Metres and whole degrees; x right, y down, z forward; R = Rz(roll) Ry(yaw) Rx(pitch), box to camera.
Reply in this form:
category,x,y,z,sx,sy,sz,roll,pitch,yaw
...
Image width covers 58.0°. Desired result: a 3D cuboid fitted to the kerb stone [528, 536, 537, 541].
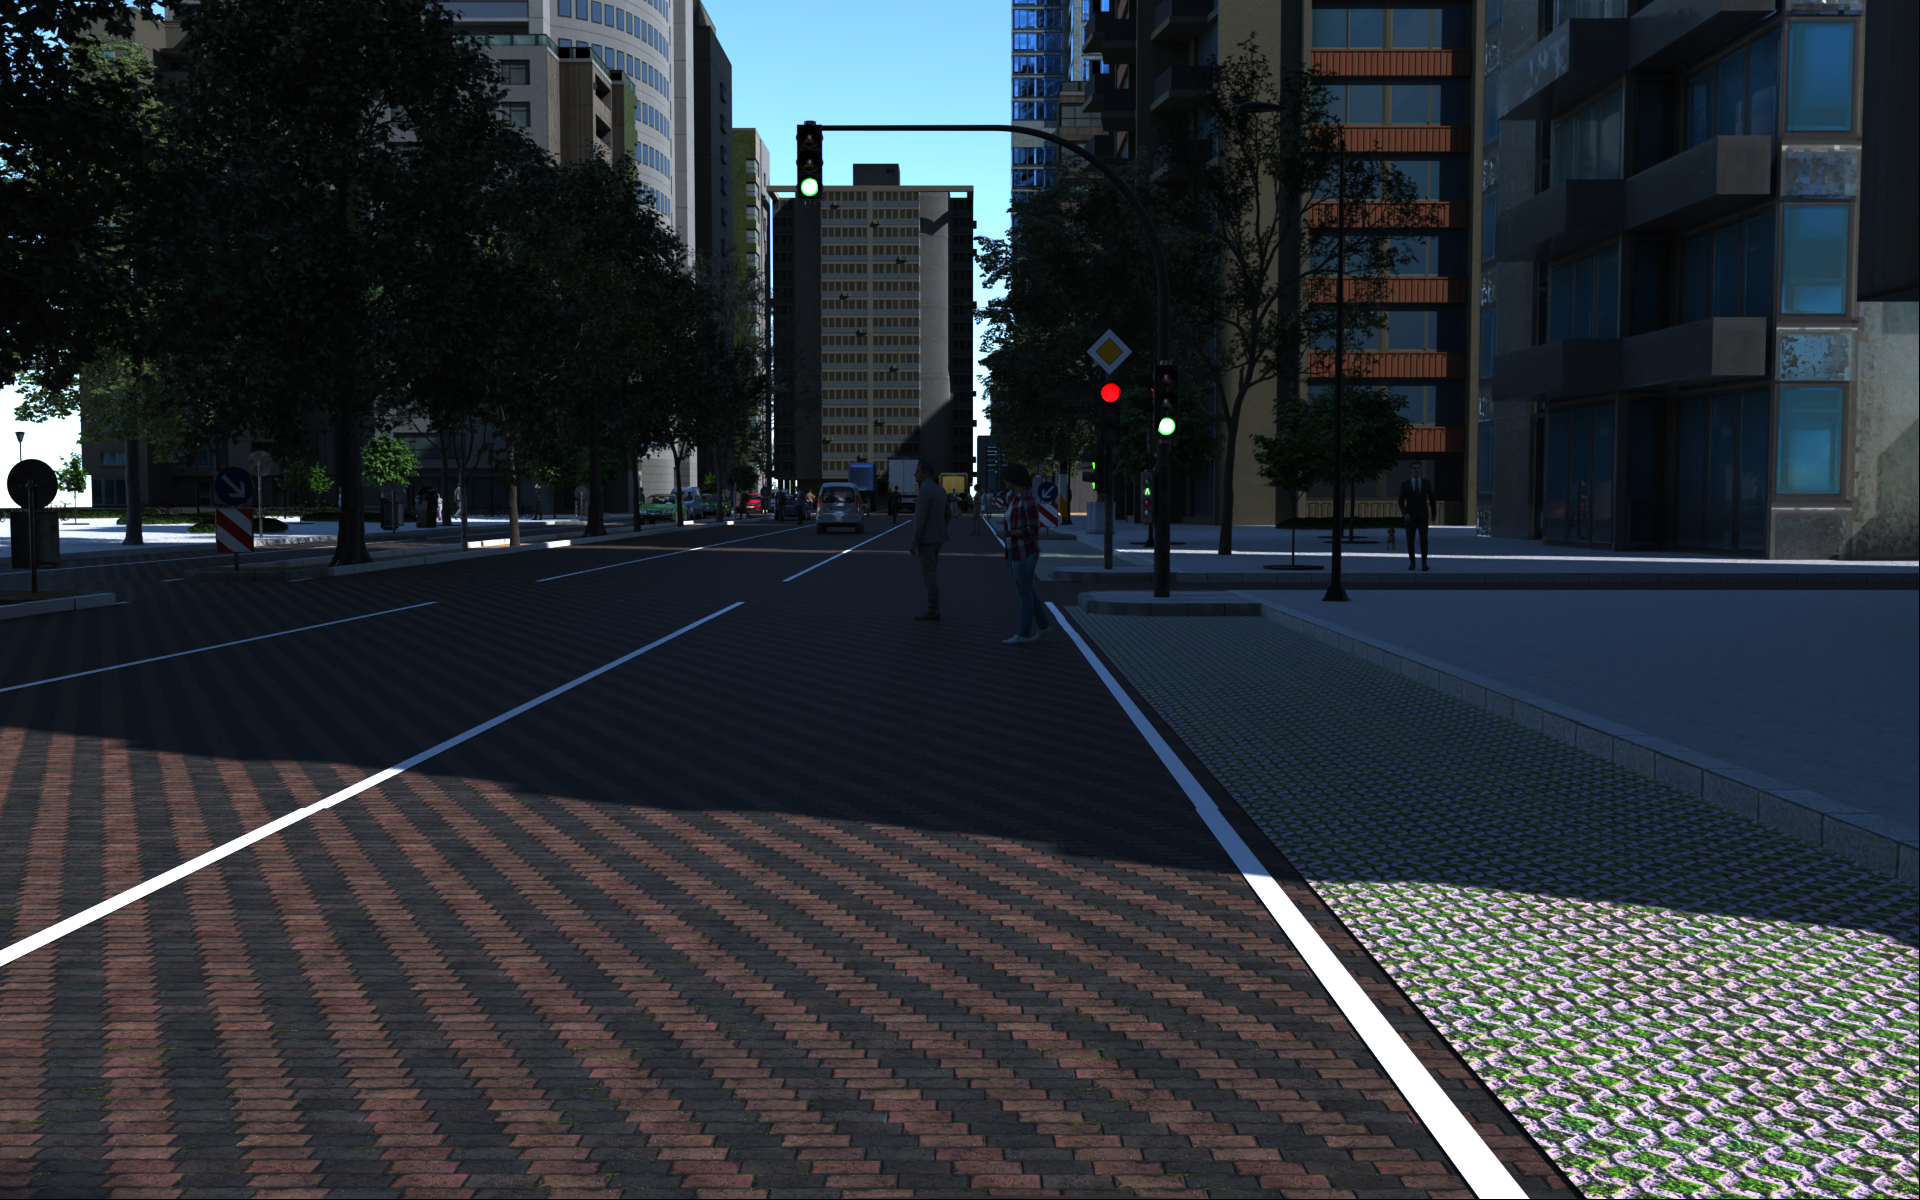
category,x,y,z,sx,sy,sz,roll,pitch,yaw
kerb stone,-13.011,-1.833,52.212,0.120,0.150,1.000,0,4,0

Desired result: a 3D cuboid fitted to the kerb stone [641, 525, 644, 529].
category,x,y,z,sx,sy,sz,roll,pitch,yaw
kerb stone,-12.955,-2.904,69.674,0.120,0.150,1.000,0,4,0

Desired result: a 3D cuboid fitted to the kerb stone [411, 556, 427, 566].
category,x,y,z,sx,sy,sz,roll,pitch,yaw
kerb stone,-10.969,-0.766,34.787,0.120,0.150,1.000,0,4,0

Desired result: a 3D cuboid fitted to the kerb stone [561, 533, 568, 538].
category,x,y,z,sx,sy,sz,roll,pitch,yaw
kerb stone,-12.993,-2.083,56.320,0.120,0.150,1.000,0,4,0

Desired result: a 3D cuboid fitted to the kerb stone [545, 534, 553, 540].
category,x,y,z,sx,sy,sz,roll,pitch,yaw
kerb stone,-13.003,-1.961,54.257,0.120,0.150,1.000,0,4,0

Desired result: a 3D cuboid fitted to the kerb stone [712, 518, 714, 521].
category,x,y,z,sx,sy,sz,roll,pitch,yaw
kerb stone,-12.900,-4.091,89.144,0.120,0.150,1.000,0,4,0

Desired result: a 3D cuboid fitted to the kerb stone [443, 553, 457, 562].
category,x,y,z,sx,sy,sz,roll,pitch,yaw
kerb stone,-10.956,-0.895,36.832,0.120,0.150,1.000,0,4,0

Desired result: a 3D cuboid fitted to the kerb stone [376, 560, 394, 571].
category,x,y,z,sx,sy,sz,roll,pitch,yaw
kerb stone,-10.968,-0.643,32.741,0.120,0.150,1.000,0,4,0

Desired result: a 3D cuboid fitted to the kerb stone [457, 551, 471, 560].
category,x,y,z,sx,sy,sz,roll,pitch,yaw
kerb stone,-10.958,-0.954,37.860,0.120,0.150,1.000,0,4,0

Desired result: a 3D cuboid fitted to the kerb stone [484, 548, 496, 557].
category,x,y,z,sx,sy,sz,roll,pitch,yaw
kerb stone,-10.947,-1.082,39.910,0.120,0.150,1.000,0,4,0

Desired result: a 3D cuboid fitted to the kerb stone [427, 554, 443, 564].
category,x,y,z,sx,sy,sz,roll,pitch,yaw
kerb stone,-10.948,-0.833,35.809,0.120,0.150,1.000,0,4,0

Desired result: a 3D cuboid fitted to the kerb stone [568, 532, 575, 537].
category,x,y,z,sx,sy,sz,roll,pitch,yaw
kerb stone,-12.993,-2.150,57.347,0.120,0.150,1.000,0,4,0

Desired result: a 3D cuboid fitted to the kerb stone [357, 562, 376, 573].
category,x,y,z,sx,sy,sz,roll,pitch,yaw
kerb stone,-10.968,-0.580,31.719,0.120,0.150,1.000,0,4,0

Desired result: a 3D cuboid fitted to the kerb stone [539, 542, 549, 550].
category,x,y,z,sx,sy,sz,roll,pitch,yaw
kerb stone,-10.923,-1.397,45.037,0.120,0.150,1.000,0,4,0

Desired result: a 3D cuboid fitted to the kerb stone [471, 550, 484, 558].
category,x,y,z,sx,sy,sz,roll,pitch,yaw
kerb stone,-10.955,-1.016,38.888,0.120,0.150,1.000,0,4,0

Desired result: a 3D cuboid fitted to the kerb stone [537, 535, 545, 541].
category,x,y,z,sx,sy,sz,roll,pitch,yaw
kerb stone,-13.001,-1.898,53.234,0.120,0.150,1.000,0,4,0

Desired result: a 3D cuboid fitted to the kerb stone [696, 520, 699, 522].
category,x,y,z,sx,sy,sz,roll,pitch,yaw
kerb stone,-12.915,-3.782,84.028,0.120,0.150,1.000,0,4,0

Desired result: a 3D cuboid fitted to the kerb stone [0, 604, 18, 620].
category,x,y,z,sx,sy,sz,roll,pitch,yaw
kerb stone,-10.999,0.149,19.877,0.120,0.150,1.000,0,4,0

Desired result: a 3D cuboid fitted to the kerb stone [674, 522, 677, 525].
category,x,y,z,sx,sy,sz,roll,pitch,yaw
kerb stone,-12.931,-3.401,77.887,0.120,0.150,1.000,0,4,0

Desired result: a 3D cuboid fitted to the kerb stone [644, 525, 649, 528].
category,x,y,z,sx,sy,sz,roll,pitch,yaw
kerb stone,-12.958,-2.967,70.702,0.120,0.150,1.000,0,4,0

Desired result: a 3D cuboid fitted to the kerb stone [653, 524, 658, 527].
category,x,y,z,sx,sy,sz,roll,pitch,yaw
kerb stone,-12.956,-3.092,72.755,0.120,0.150,1.000,0,4,0

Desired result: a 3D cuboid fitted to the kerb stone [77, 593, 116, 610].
category,x,y,z,sx,sy,sz,roll,pitch,yaw
kerb stone,-10.998,0.016,21.928,0.120,0.150,1.000,0,4,0

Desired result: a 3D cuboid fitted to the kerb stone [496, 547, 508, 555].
category,x,y,z,sx,sy,sz,roll,pitch,yaw
kerb stone,-10.944,-1.147,40.944,0.120,0.150,1.000,0,4,0

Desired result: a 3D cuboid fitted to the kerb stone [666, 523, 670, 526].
category,x,y,z,sx,sy,sz,roll,pitch,yaw
kerb stone,-12.943,-3.274,75.832,0.120,0.150,1.000,0,4,0

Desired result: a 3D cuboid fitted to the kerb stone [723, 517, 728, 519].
category,x,y,z,sx,sy,sz,roll,pitch,yaw
kerb stone,-12.888,-4.407,94.283,0.120,0.150,1.000,0,4,0

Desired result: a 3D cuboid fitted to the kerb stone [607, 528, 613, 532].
category,x,y,z,sx,sy,sz,roll,pitch,yaw
kerb stone,-12.981,-2.527,63.518,0.120,0.150,1.000,0,4,0

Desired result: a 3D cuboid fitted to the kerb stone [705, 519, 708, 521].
category,x,y,z,sx,sy,sz,roll,pitch,yaw
kerb stone,-12.911,-3.969,87.100,0.120,0.150,1.000,0,4,0

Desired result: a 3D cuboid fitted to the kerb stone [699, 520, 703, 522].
category,x,y,z,sx,sy,sz,roll,pitch,yaw
kerb stone,-12.903,-3.838,85.051,0.120,0.150,1.000,0,4,0

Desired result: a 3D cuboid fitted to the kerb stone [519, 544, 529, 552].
category,x,y,z,sx,sy,sz,roll,pitch,yaw
kerb stone,-10.940,-1.269,42.988,0.120,0.150,1.000,0,4,0

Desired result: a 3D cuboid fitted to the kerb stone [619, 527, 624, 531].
category,x,y,z,sx,sy,sz,roll,pitch,yaw
kerb stone,-12.969,-2.652,65.563,0.120,0.150,1.000,0,4,0

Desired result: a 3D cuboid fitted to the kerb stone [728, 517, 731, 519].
category,x,y,z,sx,sy,sz,roll,pitch,yaw
kerb stone,-12.882,-4.471,95.305,0.120,0.150,1.000,0,4,0

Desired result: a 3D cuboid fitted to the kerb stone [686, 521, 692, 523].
category,x,y,z,sx,sy,sz,roll,pitch,yaw
kerb stone,-12.922,-3.657,81.981,0.120,0.150,1.000,0,4,0

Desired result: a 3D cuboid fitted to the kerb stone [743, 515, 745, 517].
category,x,y,z,sx,sy,sz,roll,pitch,yaw
kerb stone,-12.859,-4.848,101.467,0.120,0.150,1.000,0,4,0

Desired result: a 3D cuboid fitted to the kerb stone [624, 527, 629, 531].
category,x,y,z,sx,sy,sz,roll,pitch,yaw
kerb stone,-12.963,-2.715,66.587,0.120,0.150,1.000,0,4,0

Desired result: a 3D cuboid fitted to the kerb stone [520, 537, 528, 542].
category,x,y,z,sx,sy,sz,roll,pitch,yaw
kerb stone,-13.018,-1.768,51.190,0.120,0.150,1.000,0,4,0

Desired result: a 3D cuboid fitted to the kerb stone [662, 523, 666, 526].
category,x,y,z,sx,sy,sz,roll,pitch,yaw
kerb stone,-12.936,-3.218,74.810,0.120,0.150,1.000,0,4,0

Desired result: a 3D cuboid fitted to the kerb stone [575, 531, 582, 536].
category,x,y,z,sx,sy,sz,roll,pitch,yaw
kerb stone,-12.991,-2.212,58.370,0.120,0.150,1.000,0,4,0

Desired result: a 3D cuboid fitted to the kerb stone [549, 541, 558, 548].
category,x,y,z,sx,sy,sz,roll,pitch,yaw
kerb stone,-10.928,-1.460,46.064,0.120,0.150,1.000,0,4,0

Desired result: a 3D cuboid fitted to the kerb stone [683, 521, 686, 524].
category,x,y,z,sx,sy,sz,roll,pitch,yaw
kerb stone,-12.921,-3.532,79.935,0.120,0.150,1.000,0,4,0

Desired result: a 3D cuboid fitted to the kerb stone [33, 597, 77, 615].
category,x,y,z,sx,sy,sz,roll,pitch,yaw
kerb stone,-11.009,0.079,20.898,0.120,0.150,1.000,0,4,0

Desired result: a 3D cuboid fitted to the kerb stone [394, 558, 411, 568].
category,x,y,z,sx,sy,sz,roll,pitch,yaw
kerb stone,-10.973,-0.704,33.765,0.120,0.150,1.000,0,4,0

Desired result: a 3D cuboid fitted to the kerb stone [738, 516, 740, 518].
category,x,y,z,sx,sy,sz,roll,pitch,yaw
kerb stone,-12.879,-4.720,99.416,0.120,0.150,1.000,0,4,0

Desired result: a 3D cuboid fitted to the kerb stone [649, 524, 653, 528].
category,x,y,z,sx,sy,sz,roll,pitch,yaw
kerb stone,-12.957,-3.029,71.725,0.120,0.150,1.000,0,4,0

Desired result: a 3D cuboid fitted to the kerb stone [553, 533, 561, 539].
category,x,y,z,sx,sy,sz,roll,pitch,yaw
kerb stone,-12.997,-2.024,55.293,0.120,0.150,1.000,0,4,0

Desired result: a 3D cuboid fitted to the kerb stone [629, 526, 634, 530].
category,x,y,z,sx,sy,sz,roll,pitch,yaw
kerb stone,-12.964,-2.775,67.624,0.120,0.150,1.000,0,4,0

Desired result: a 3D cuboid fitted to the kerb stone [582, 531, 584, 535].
category,x,y,z,sx,sy,sz,roll,pitch,yaw
kerb stone,-12.988,-2.276,59.402,0.120,0.150,1.000,0,4,0

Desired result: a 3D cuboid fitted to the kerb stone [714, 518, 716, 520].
category,x,y,z,sx,sy,sz,roll,pitch,yaw
kerb stone,-12.903,-4.158,90.174,0.120,0.150,1.000,0,4,0

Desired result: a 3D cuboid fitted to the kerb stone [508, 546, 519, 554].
category,x,y,z,sx,sy,sz,roll,pitch,yaw
kerb stone,-10.941,-1.209,41.966,0.120,0.150,1.000,0,4,0

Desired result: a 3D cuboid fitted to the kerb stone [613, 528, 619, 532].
category,x,y,z,sx,sy,sz,roll,pitch,yaw
kerb stone,-12.973,-2.587,64.541,0.120,0.150,1.000,0,4,0

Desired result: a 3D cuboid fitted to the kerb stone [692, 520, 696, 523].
category,x,y,z,sx,sy,sz,roll,pitch,yaw
kerb stone,-12.917,-3.714,83.006,0.120,0.150,1.000,0,4,0

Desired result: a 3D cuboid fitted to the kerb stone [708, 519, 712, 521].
category,x,y,z,sx,sy,sz,roll,pitch,yaw
kerb stone,-12.897,-4.030,88.122,0.120,0.150,1.000,0,4,0

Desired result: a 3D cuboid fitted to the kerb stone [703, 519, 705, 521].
category,x,y,z,sx,sy,sz,roll,pitch,yaw
kerb stone,-12.910,-3.907,86.074,0.120,0.150,1.000,0,4,0

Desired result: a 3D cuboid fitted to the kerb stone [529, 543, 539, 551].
category,x,y,z,sx,sy,sz,roll,pitch,yaw
kerb stone,-10.943,-1.334,44.010,0.120,0.150,1.000,0,4,0

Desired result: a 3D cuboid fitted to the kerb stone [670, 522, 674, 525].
category,x,y,z,sx,sy,sz,roll,pitch,yaw
kerb stone,-12.942,-3.339,76.854,0.120,0.150,1.000,0,4,0

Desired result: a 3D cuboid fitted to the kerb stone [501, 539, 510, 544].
category,x,y,z,sx,sy,sz,roll,pitch,yaw
kerb stone,-13.022,-1.648,49.144,0.120,0.150,1.000,0,4,0

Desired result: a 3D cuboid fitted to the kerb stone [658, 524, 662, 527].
category,x,y,z,sx,sy,sz,roll,pitch,yaw
kerb stone,-12.941,-3.151,73.777,0.120,0.150,1.000,0,4,0

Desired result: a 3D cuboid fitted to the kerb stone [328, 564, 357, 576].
category,x,y,z,sx,sy,sz,roll,pitch,yaw
kerb stone,-10.973,-0.518,30.694,0.120,0.150,1.000,0,4,0
